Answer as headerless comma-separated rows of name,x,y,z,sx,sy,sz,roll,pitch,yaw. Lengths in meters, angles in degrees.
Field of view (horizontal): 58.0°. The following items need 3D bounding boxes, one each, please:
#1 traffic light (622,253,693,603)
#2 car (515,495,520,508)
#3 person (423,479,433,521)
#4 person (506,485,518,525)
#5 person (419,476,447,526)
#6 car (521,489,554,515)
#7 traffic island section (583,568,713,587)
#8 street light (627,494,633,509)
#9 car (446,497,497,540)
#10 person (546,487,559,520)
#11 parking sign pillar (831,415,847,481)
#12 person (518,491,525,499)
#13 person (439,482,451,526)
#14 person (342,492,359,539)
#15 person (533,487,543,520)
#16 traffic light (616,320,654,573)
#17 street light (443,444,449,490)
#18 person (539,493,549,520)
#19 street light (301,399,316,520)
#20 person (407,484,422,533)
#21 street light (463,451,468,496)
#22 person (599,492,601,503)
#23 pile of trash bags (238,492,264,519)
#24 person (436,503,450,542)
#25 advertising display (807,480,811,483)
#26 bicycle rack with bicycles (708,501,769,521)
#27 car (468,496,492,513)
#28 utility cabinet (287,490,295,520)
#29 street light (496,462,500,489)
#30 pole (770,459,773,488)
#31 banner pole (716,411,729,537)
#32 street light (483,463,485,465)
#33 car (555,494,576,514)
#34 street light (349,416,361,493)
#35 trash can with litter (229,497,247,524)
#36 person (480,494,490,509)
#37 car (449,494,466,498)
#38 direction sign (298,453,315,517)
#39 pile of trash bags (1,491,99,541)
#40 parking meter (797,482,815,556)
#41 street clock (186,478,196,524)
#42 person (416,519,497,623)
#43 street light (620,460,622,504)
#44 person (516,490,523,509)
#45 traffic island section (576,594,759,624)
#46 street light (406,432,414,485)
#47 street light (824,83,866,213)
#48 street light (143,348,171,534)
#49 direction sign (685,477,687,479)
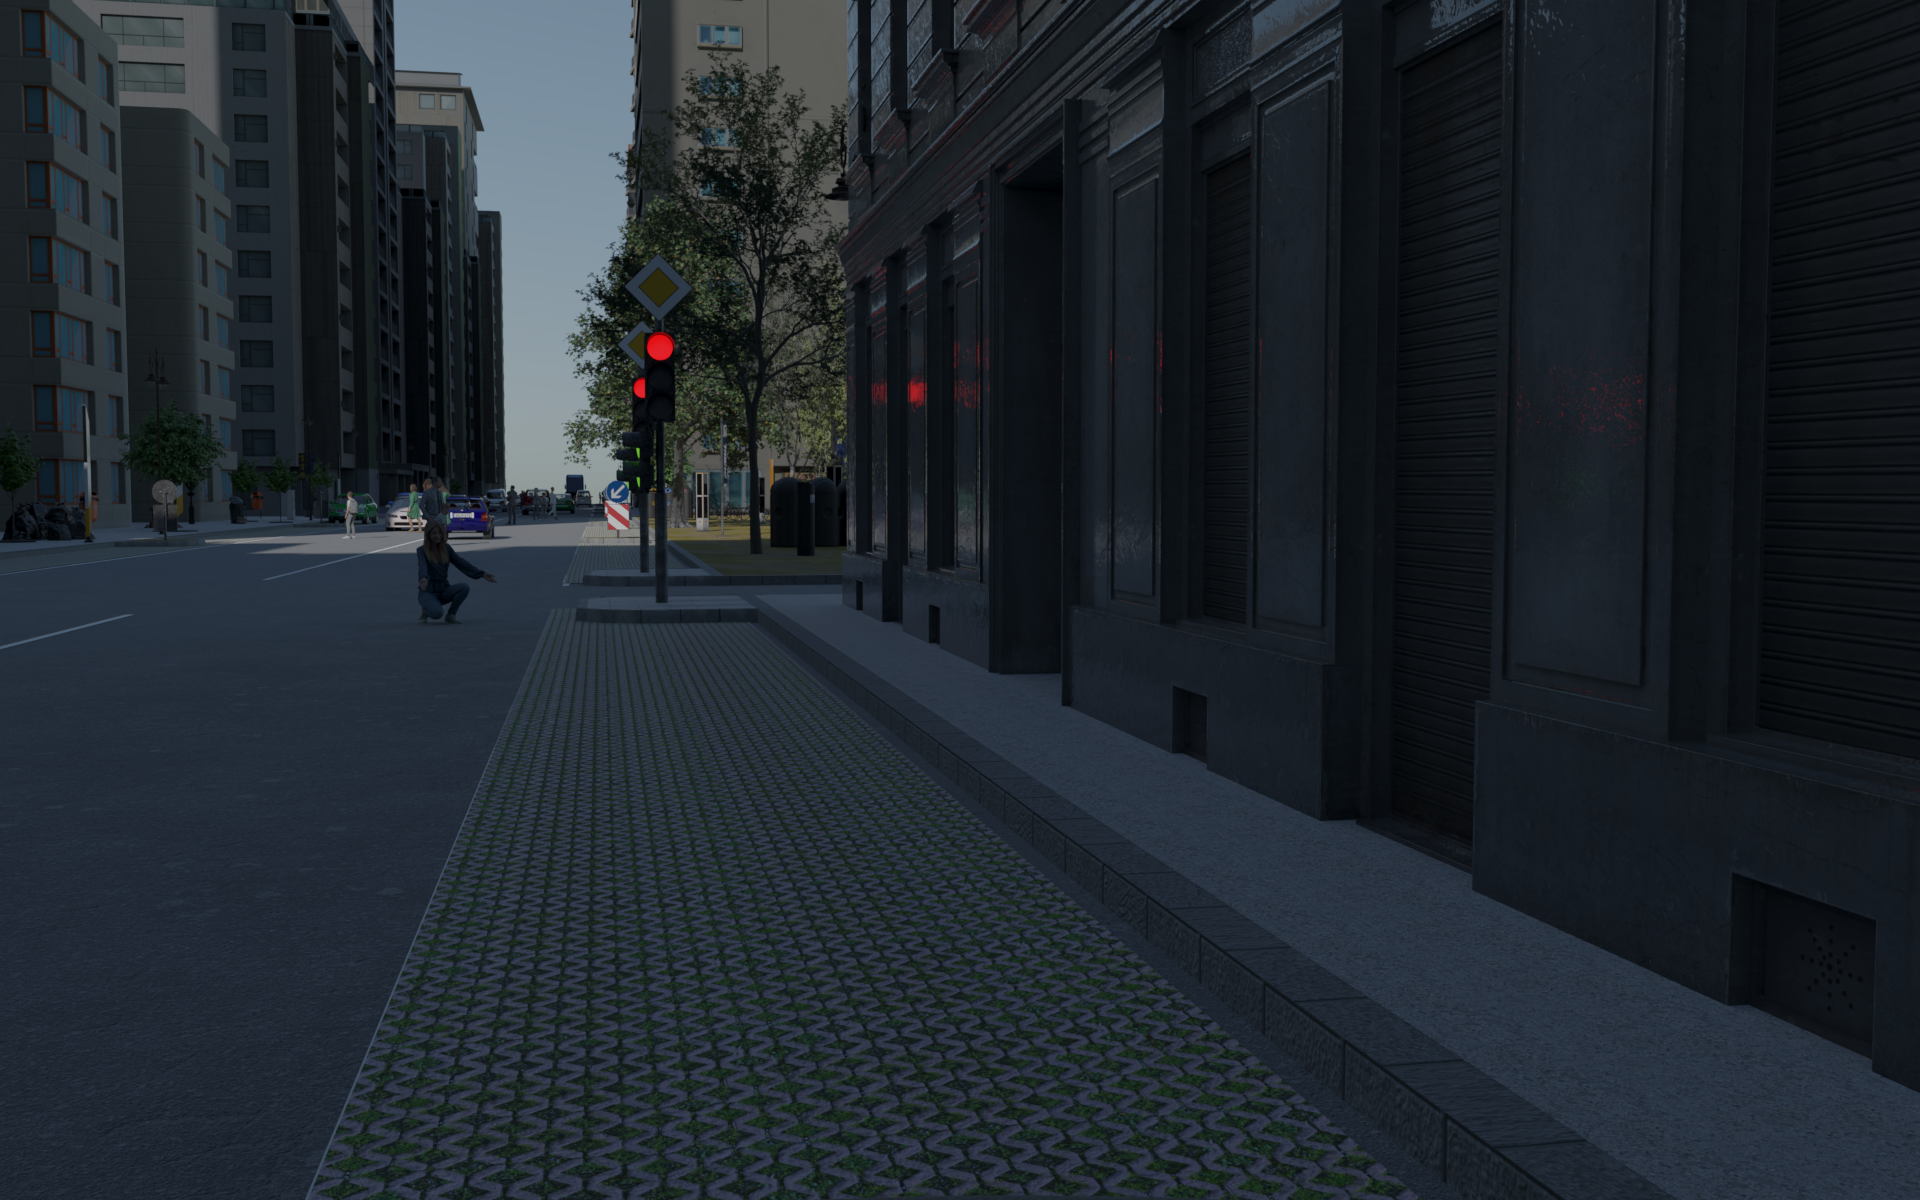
traffic light,-3.545,-1.923,20.368,0.839,4.253,0.868,-1,4,-12
car,-43.479,-9.766,172.034,2.083,1.381,4.827,-1,4,-11
person,-12.443,-1.973,41.039,0.573,1.790,0.520,-2,4,-30
person,-21.143,-4.476,81.482,0.447,1.846,0.655,2,4,30
person,-11.094,-1.709,36.541,0.391,1.810,0.635,1,4,17
car,-29.089,-6.771,119.380,2.281,1.827,5.304,-1,4,-11
traffic island section,-5.129,-0.369,28.309,2.009,0.180,2.903,-1,4,-12
street light,-27.962,-10.682,147.444,0.468,5.910,1.993,-1,4,-12
car,-15.858,-2.626,55.518,1.945,1.354,3.894,-1,4,-13
person,-22.931,-5.438,97.296,0.818,1.842,0.514,-2,4,-29
parking sign pillar,-3.860,-4.297,58.720,1.447,3.967,1.447,2,4,28
person,-40.924,-9.387,162.705,1.217,1.736,0.721,0,4,-1
person,-14.415,-2.401,47.996,0.600,1.795,0.529,-1,4,-16
person,-19.621,-2.730,55.738,0.523,1.515,0.503,-1,4,-16
person,-23.450,-5.348,96.121,0.526,1.800,0.537,-1,4,-16
traffic light,-5.170,-2.402,28.187,0.839,4.253,0.868,-1,4,-12
street light,-47.221,-11.394,159.085,0.468,5.910,1.993,-1,4,-12
person,-22.673,-5.088,94.282,0.523,1.515,0.503,2,4,24
street light,-31.589,-6.808,84.100,0.468,5.910,1.993,-1,4,-12
person,-20.302,-3.406,64.441,0.529,1.795,0.600,0,4,-2
street light,-51.951,-12.786,181.836,0.468,5.910,1.993,-1,4,-12
person,-49.634,-14.071,239.236,0.721,1.739,1.217,-2,4,-35
pile of trash bags,-37.853,-4.928,90.319,3.447,1.369,1.912,1,4,14
person,-10.338,-1.310,34.604,0.352,1.250,0.332,0,4,1
advertising display,-6.477,-4.510,78.954,0.974,1.923,0.123,-1,4,-19
bicycle rack with bicycles,-11.159,-4.363,84.721,2.925,0.926,2.852,1,4,21
car,-32.902,-6.443,117.916,1.945,1.354,3.894,-1,4,-11
utility cabinet,-33.378,-4.756,86.437,0.318,1.500,1.173,-1,4,-17
street light,-64.047,-16.365,240.349,0.468,5.910,1.993,-1,4,-12
pole,-10.928,-6.524,100.502,0.158,3.312,0.155,0,3,0
banner pole,-7.107,-3.800,52.149,0.401,3.779,0.863,-1,4,-22
street light,-58.089,-14.573,211.056,0.468,5.910,1.993,-1,4,-12
car,-29.185,-7.229,126.983,1.959,1.807,4.718,-1,4,-11
street light,-35.021,-7.807,100.427,0.468,5.910,1.993,-1,4,-12
trash can with litter,-30.933,-3.851,74.348,0.624,1.170,1.055,-3,5,-44
person,-28.517,-5.638,103.874,0.628,1.438,0.799,0,4,0
car,-30.971,-5.755,106.095,2.014,1.417,4.499,-1,4,-10
direction sign,-35.990,-6.328,95.465,0.876,3.537,0.379,0,4,0
pile of trash bags,-25.392,-2.399,48.973,1.912,1.369,3.447,0,4,1
parking meter,-3.205,-1.686,35.982,0.372,1.533,0.369,0,3,0
street clock,-32.643,-4.218,73.537,0.471,2.002,0.358,-3,5,-39
person,-5.645,-0.317,19.176,1.012,1.151,0.738,-3,5,-41
street light,-38.745,-13.866,199.494,0.468,5.910,1.993,-1,4,-12
person,-41.998,-9.639,166.174,1.350,1.814,0.705,-2,4,-25
traffic island section,-3.504,0.110,20.491,2.009,0.180,2.903,-1,4,-12
street light,-41.119,-9.602,129.776,0.468,5.910,1.993,-1,4,-12
street light,-1.239,-2.890,20.040,0.468,5.910,1.993,-1,4,-12
street light,-25.367,-5.019,54.849,0.468,5.910,1.993,-1,4,-12
direction sign,-14.170,-5.815,87.071,0.876,3.537,0.379,-2,4,-24
